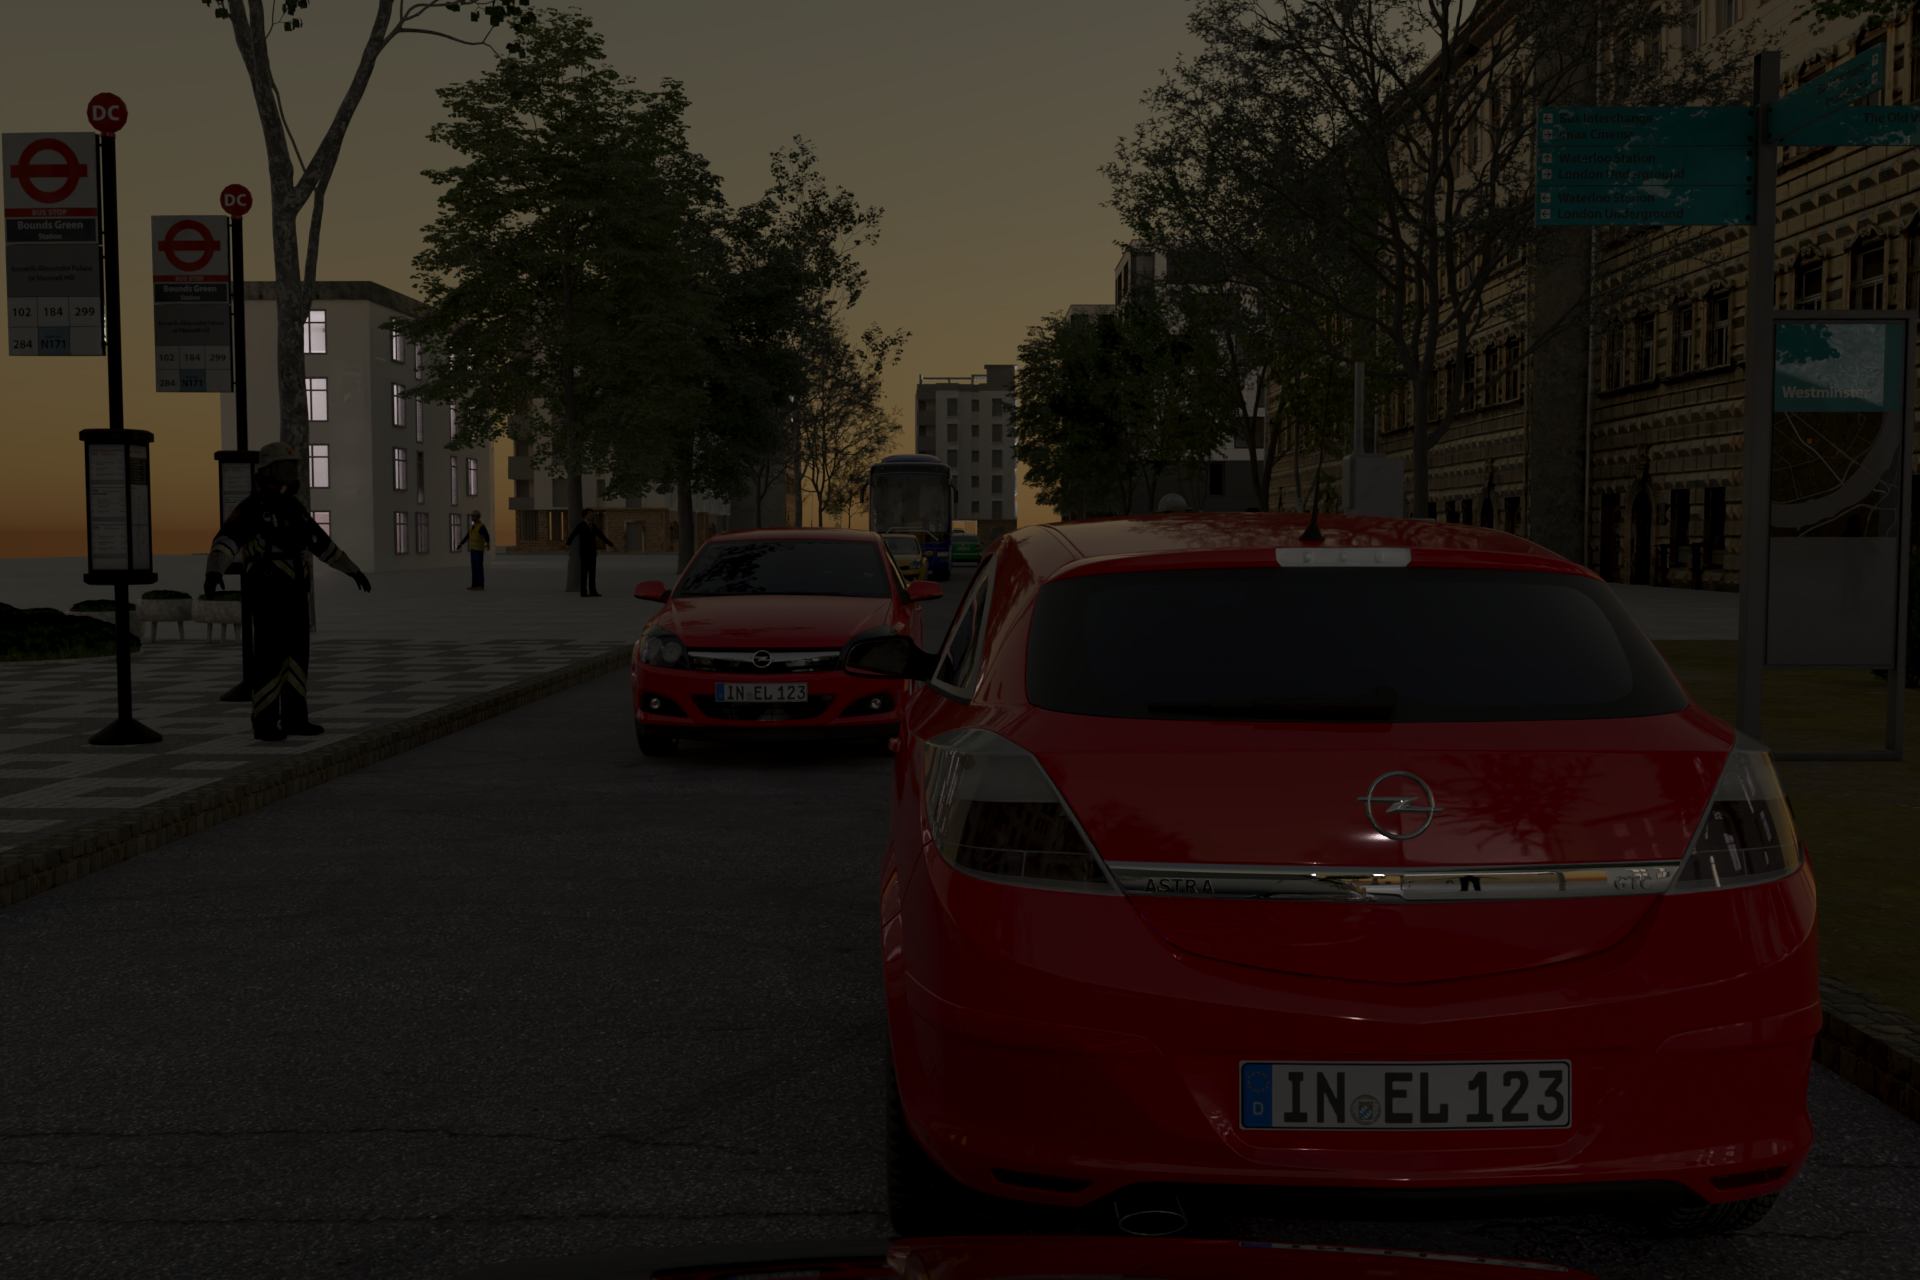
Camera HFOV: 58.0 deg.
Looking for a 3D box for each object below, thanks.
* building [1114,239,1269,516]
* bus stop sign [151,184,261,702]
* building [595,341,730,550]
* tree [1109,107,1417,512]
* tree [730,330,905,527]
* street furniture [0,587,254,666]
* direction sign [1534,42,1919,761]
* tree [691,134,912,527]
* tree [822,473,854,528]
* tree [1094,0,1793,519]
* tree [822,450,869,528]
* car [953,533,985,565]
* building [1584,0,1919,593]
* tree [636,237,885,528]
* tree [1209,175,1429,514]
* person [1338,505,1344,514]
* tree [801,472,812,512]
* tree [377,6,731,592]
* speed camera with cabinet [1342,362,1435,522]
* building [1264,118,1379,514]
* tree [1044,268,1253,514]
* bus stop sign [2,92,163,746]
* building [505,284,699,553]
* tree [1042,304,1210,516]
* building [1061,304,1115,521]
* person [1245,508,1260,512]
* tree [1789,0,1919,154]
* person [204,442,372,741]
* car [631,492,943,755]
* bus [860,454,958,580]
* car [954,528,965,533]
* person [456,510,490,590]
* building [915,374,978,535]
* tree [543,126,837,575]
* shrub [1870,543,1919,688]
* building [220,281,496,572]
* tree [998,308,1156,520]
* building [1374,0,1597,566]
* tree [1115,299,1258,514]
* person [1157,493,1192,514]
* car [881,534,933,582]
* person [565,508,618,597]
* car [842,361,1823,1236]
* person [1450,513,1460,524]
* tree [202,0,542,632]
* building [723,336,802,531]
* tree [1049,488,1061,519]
[{"bbox_3d":[25.890,-17.894,136.535,27.936,21.610,32.646,0,4,0],"label":"building"},{"bbox_3d":[-5.733,-1.505,13.304,0.855,3.939,0.416,0,4,-1],"label":"bus stop sign"},{"bbox_3d":[-25.671,-17.524,142.936,16.016,20.090,11.380,0,4,0],"label":"building"},{"bbox_3d":[7.499,-7.166,42.924,9.928,11.665,9.643,0,3,0],"label":"tree"},{"bbox_3d":[-8.021,-11.609,100.173,12.009,13.543,11.850,0,3,0],"label":"tree"},{"bbox_3d":[-12.845,-0.287,20.322,10.072,0.657,5.734,2,4,28],"label":"street furniture"},{"bbox_3d":[4.468,-1.248,9.168,2.525,3.948,1.411,0,4,1],"label":"direction sign"},{"bbox_3d":[-8.733,-14.009,84.936,12.611,20.169,13.585,0,3,0],"label":"tree"},{"bbox_3d":[-14.030,-15.218,199.183,4.737,8.622,4.395,0,3,0],"label":"tree"},{"bbox_3d":[7.136,-7.085,26.204,12.009,13.543,11.850,0,3,0],"label":"tree"},{"bbox_3d":[-12.038,-15.725,191.521,7.601,10.594,8.767,0,4,-8],"label":"tree"},{"bbox_3d":[0.146,-4.127,76.273,1.959,1.807,4.718,0,4,0],"label":"car"},{"bbox_3d":[26.064,-12.606,37.038,19.493,23.208,18.063,0,4,1],"label":"building"},{"bbox_3d":[-8.135,-9.756,69.885,12.009,13.543,11.850,0,3,0],"label":"tree"},{"bbox_3d":[7.231,-5.202,35.416,4.737,8.622,4.395,0,3,0],"label":"tree"},{"bbox_3d":[7.379,-1.685,33.404,0.705,1.847,1.347,0,4,8],"label":"person"},{"bbox_3d":[-18.122,-14.943,194.680,4.360,8.622,3.978,0,3,0],"label":"tree"},{"bbox_3d":[-8.852,-7.356,38.394,7.486,12.596,7.792,0,3,0],"label":"tree"},{"bbox_3d":[4.788,-1.529,19.333,0.660,3.252,2.038,0,4,0],"label":"speed camera with cabinet"},{"bbox_3d":[24.204,-14.957,75.482,19.493,23.208,18.063,0,3,0],"label":"building"},{"bbox_3d":[6.647,-7.791,61.791,8.767,10.594,7.601,2,4,25],"label":"tree"},{"bbox_3d":[-5.372,-1.338,10.583,0.855,3.939,0.416,0,4,1],"label":"bus stop sign"},{"bbox_3d":[-25.216,-16.125,120.069,16.016,20.090,11.380,0,4,1],"label":"building"},{"bbox_3d":[7.488,-9.302,77.840,9.928,11.665,9.643,0,3,0],"label":"tree"},{"bbox_3d":[23.774,-19.977,170.597,27.936,21.610,32.646,0,3,0],"label":"building"},{"bbox_3d":[6.024,-1.817,35.850,1.345,1.843,0.704,-3,5,-42],"label":"person"},{"bbox_3d":[11.175,-5.453,14.916,9.928,11.665,9.643,0,3,0],"label":"tree"},{"bbox_3d":[-4.255,-0.312,10.885,0.705,1.856,1.354,1,4,23],"label":"person"},{"bbox_3d":[-1.197,-0.216,12.569,2.155,1.783,4.494,0,3,0],"label":"car"},{"bbox_3d":[-1.488,-3.991,56.807,2.896,3.916,12.251,0,3,0],"label":"bus"},{"bbox_3d":[-0.498,-5.995,106.692,2.281,1.827,5.304,0,4,-1],"label":"car"},{"bbox_3d":[-11.108,-2.064,39.719,1.349,1.833,0.705,3,5,44],"label":"person"},{"bbox_3d":[-4.692,-20.687,197.112,11.380,20.090,16.016,0,4,-5],"label":"building"},{"bbox_3d":[-8.656,-9.042,54.495,9.857,13.997,8.962,0,3,0],"label":"tree"},{"bbox_3d":[8.032,-0.207,14.499,1.383,1.207,1.383,0,3,0],"label":"shrub"},{"bbox_3d":[-23.847,-7.921,71.661,9.099,9.664,28.070,0,4,1],"label":"building"},{"bbox_3d":[6.931,-11.665,97.386,9.857,13.997,8.962,0,3,0],"label":"tree"},{"bbox_3d":[24.738,-13.728,55.378,19.493,23.208,18.063,0,4,1],"label":"building"},{"bbox_3d":[7.157,-6.255,52.629,4.737,8.622,4.395,0,3,0],"label":"tree"},{"bbox_3d":[1.873,-0.344,14.547,0.721,1.772,1.216,-1,4,-15],"label":"person"},{"bbox_3d":[-1.670,-2.014,43.150,2.015,1.641,3.980,0,4,0],"label":"car"},{"bbox_3d":[-7.571,-1.785,35.374,0.705,1.806,1.347,3,4,37],"label":"person"},{"bbox_3d":[0.710,0.245,5.032,2.155,1.783,4.494,0,4,-1],"label":"car"},{"bbox_3d":[10.702,-1.866,37.228,0.721,1.740,1.216,-2,4,-34],"label":"person"},{"bbox_3d":[-7.334,-10.120,21.345,12.611,20.169,13.585,0,3,0],"label":"tree"},{"bbox_3d":[-25.576,-20.705,169.458,19.493,23.208,18.063,0,4,-1],"label":"building"},{"bbox_3d":[12.496,-14.988,195.421,4.360,8.622,3.978,0,3,0],"label":"tree"}]
